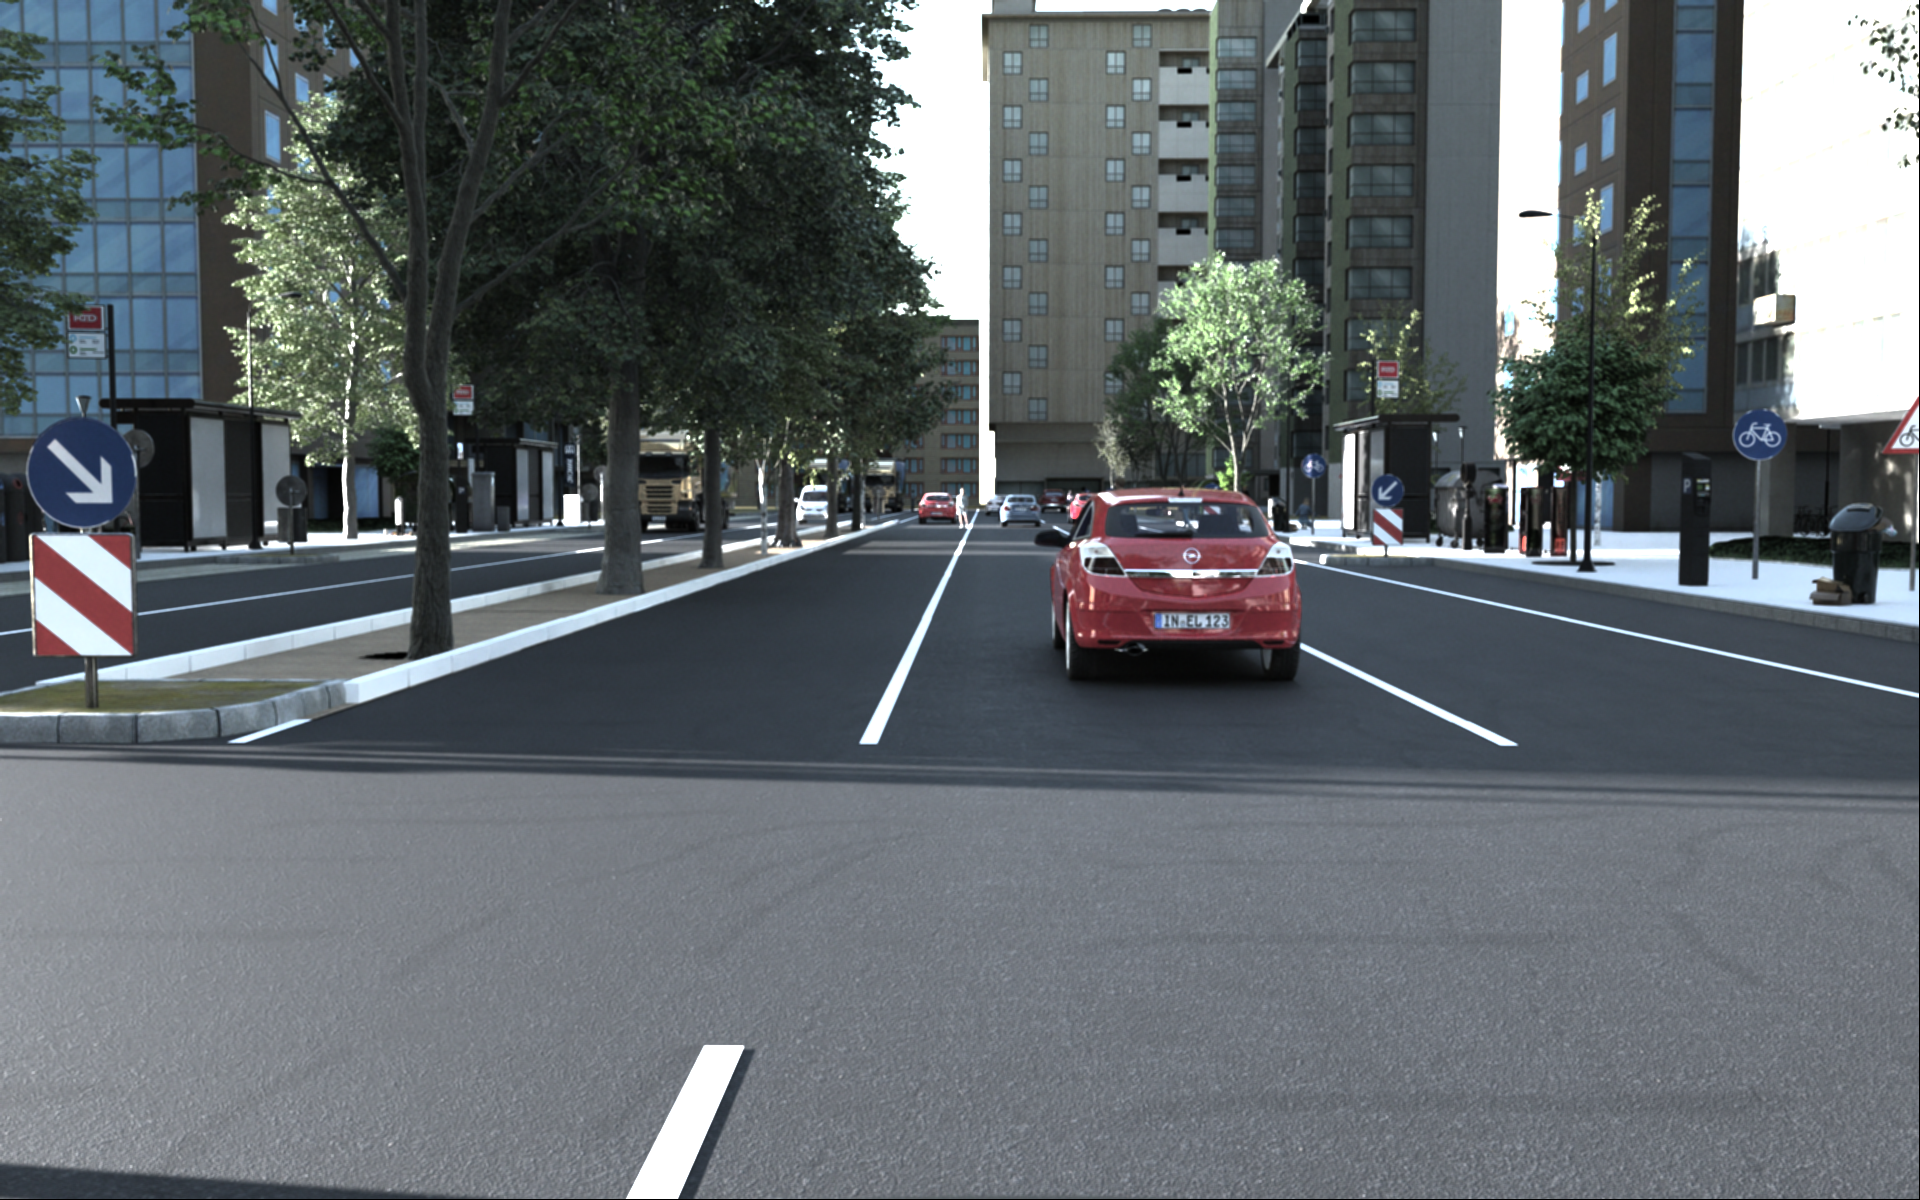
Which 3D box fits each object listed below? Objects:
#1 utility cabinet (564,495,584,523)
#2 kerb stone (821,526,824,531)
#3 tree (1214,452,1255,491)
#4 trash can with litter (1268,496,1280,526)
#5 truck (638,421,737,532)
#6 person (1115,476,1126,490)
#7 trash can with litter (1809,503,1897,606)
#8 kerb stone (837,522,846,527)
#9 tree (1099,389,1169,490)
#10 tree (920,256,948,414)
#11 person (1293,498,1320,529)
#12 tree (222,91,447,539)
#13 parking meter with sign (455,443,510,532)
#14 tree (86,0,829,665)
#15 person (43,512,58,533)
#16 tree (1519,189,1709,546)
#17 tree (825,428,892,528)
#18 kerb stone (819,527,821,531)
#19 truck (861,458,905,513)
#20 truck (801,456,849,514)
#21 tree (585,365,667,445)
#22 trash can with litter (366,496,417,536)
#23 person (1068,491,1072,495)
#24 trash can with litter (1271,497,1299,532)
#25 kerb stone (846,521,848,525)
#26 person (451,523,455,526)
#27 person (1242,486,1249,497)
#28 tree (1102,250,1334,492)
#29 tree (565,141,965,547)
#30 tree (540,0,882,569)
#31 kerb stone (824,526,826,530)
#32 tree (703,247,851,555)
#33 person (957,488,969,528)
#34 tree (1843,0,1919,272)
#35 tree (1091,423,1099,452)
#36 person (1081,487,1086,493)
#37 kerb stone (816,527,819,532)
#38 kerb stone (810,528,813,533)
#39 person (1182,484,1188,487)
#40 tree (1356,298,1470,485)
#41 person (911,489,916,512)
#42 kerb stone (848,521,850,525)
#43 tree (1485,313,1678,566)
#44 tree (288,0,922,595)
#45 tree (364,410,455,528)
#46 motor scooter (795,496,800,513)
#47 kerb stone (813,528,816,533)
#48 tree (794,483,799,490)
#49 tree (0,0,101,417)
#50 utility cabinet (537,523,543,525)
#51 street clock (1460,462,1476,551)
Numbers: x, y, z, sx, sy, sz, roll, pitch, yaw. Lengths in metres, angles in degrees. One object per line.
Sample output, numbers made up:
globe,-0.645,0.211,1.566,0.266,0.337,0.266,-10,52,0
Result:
utility cabinet,-17.245,-4.051,77.398,1.020,1.237,0.306,3,5,41
kerb stone,-5.442,-2.717,66.617,0.120,0.150,1.000,0,4,1
tree,12.212,-5.115,78.230,1.663,3.219,1.824,0,3,0
trash can with litter,12.327,-3.592,69.786,2.233,1.210,1.678,2,4,29
truck,-10.907,-4.867,68.493,2.839,4.237,11.283,0,4,2
person,2.948,-1.418,32.228,0.362,1.759,0.519,2,4,28
trash can with litter,10.380,-0.537,20.167,1.055,1.170,0.624,-3,5,-41
kerb stone,-5.286,-3.343,76.866,0.120,0.150,1.000,0,4,1
tree,12.196,-10.336,119.354,4.360,8.622,3.978,0,3,0
tree,-4.281,-8.314,56.514,7.486,12.596,7.792,0,3,0
person,12.544,-3.155,63.124,1.012,1.151,0.738,3,4,39
tree,-17.117,-8.028,49.384,7.486,12.596,7.792,0,3,0
parking meter with sign,-16.282,-3.847,59.158,1.738,3.016,0.543,0,4,3
tree,-4.480,-5.281,14.553,9.928,11.665,9.643,0,3,0
person,-20.393,-1.992,38.963,0.721,1.781,0.623,1,4,20
tree,16.017,-5.640,42.580,4.737,8.622,4.395,0,3,0
tree,-4.115,-7.362,73.191,4.360,8.622,3.978,0,3,0
kerb stone,-5.456,-2.654,65.595,0.120,0.150,1.000,0,4,1
truck,-5.955,-9.069,137.193,2.839,4.237,11.283,0,4,2
truck,-9.891,-8.529,128.355,2.839,4.237,11.283,0,4,1
tree,-15.614,-7.904,79.594,4.360,8.622,3.978,0,3,0
trash can with litter,-17.135,-2.573,53.125,1.678,1.210,2.233,-3,4,-37
person,10.380,-9.391,162.715,0.621,1.740,0.551,1,4,18
trash can with litter,11.115,-2.912,58.993,0.624,1.170,1.055,-2,4,-35
kerb stone,-5.264,-3.406,77.888,0.120,0.150,1.000,0,4,1
person,-20.438,-3.876,69.597,0.537,1.800,0.526,-2,4,-24
person,15.252,-5.303,93.265,0.721,1.766,1.217,3,5,41
tree,11.826,-9.006,73.009,9.928,11.665,9.643,0,3,0
tree,-4.710,-7.791,46.841,9.611,12.733,9.660,0,3,0
tree,-4.865,-6.899,33.386,7.486,12.596,7.792,0,3,0
kerb stone,-5.419,-2.779,67.639,0.120,0.150,1.000,0,4,1
tree,-4.505,-5.314,39.702,4.737,8.622,4.395,0,3,0
person,0.118,-3.911,73.441,0.512,1.701,0.522,0,4,-1
tree,11.181,-4.058,16.715,4.360,8.622,3.978,0,3,0
tree,13.729,-12.414,153.325,4.360,8.622,3.978,0,3,0
person,7.360,-5.819,103.274,1.348,1.869,0.705,1,4,10
kerb stone,-5.469,-2.592,64.573,0.120,0.150,1.000,0,4,1
kerb stone,-5.501,-2.467,62.528,0.120,0.150,1.000,0,4,1
person,8.696,-3.577,66.977,0.794,1.824,0.713,-3,5,-41
tree,16.559,-6.998,64.781,4.737,8.622,4.395,0,3,0
person,-3.825,-8.138,141.638,0.705,1.814,1.350,1,4,12
kerb stone,-5.248,-3.469,78.919,0.120,0.150,1.000,0,4,1
tree,11.305,-2.927,31.576,4.285,4.588,4.351,0,3,0
tree,-4.869,-7.056,24.479,9.857,13.997,8.962,0,3,0
tree,-20.817,-5.018,65.757,4.285,4.588,4.351,0,3,0
motor scooter,-12.364,-7.145,129.592,0.815,1.314,1.986,0,4,-1
kerb stone,-5.482,-2.529,63.550,0.120,0.150,1.000,0,4,1
tree,-15.831,-10.013,158.317,1.663,3.219,1.824,0,3,0
tree,-17.356,-6.607,26.158,7.486,12.596,7.792,0,3,0
utility cabinet,-17.683,-3.732,72.185,0.306,1.237,1.020,0,4,5
street clock,11.533,-2.127,39.350,0.358,2.002,0.471,0,3,0
